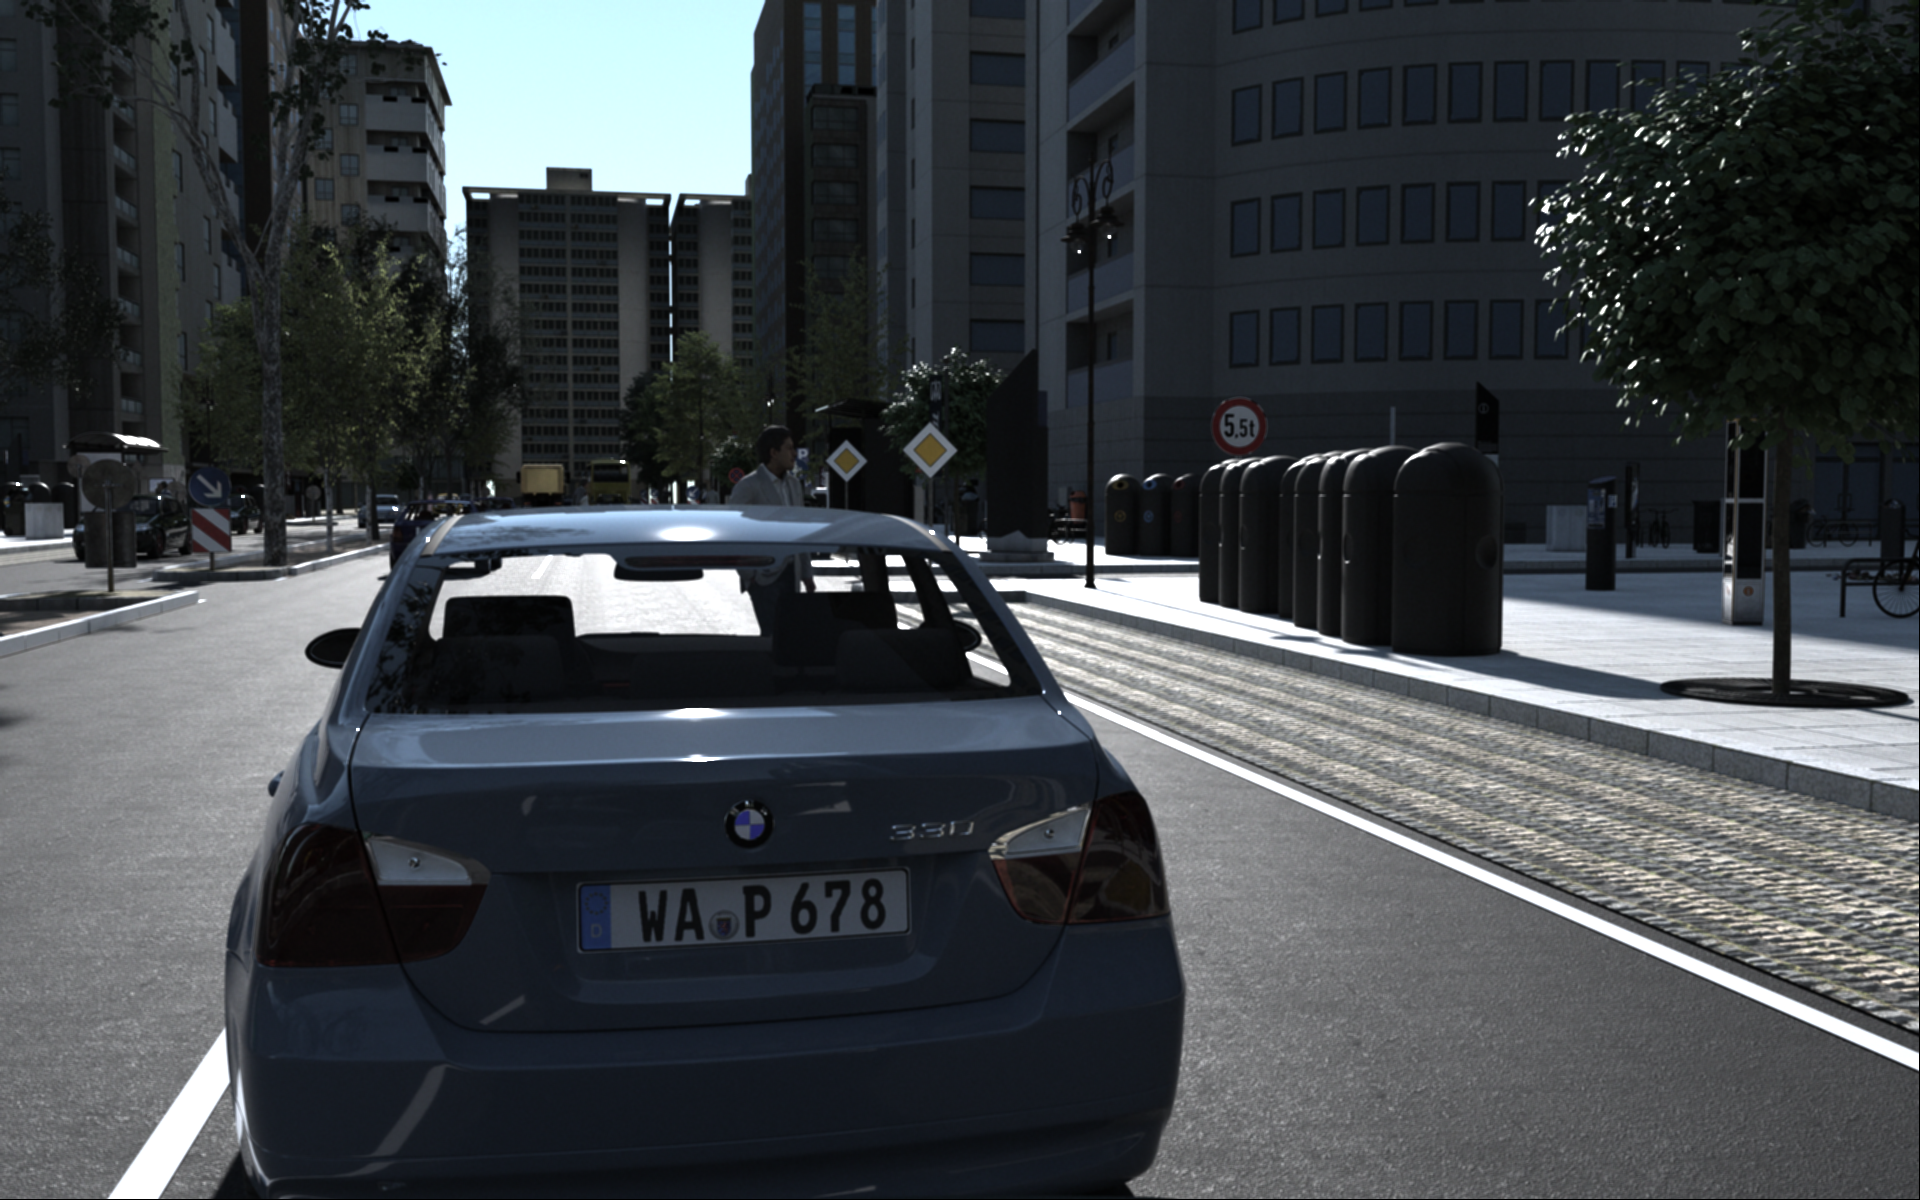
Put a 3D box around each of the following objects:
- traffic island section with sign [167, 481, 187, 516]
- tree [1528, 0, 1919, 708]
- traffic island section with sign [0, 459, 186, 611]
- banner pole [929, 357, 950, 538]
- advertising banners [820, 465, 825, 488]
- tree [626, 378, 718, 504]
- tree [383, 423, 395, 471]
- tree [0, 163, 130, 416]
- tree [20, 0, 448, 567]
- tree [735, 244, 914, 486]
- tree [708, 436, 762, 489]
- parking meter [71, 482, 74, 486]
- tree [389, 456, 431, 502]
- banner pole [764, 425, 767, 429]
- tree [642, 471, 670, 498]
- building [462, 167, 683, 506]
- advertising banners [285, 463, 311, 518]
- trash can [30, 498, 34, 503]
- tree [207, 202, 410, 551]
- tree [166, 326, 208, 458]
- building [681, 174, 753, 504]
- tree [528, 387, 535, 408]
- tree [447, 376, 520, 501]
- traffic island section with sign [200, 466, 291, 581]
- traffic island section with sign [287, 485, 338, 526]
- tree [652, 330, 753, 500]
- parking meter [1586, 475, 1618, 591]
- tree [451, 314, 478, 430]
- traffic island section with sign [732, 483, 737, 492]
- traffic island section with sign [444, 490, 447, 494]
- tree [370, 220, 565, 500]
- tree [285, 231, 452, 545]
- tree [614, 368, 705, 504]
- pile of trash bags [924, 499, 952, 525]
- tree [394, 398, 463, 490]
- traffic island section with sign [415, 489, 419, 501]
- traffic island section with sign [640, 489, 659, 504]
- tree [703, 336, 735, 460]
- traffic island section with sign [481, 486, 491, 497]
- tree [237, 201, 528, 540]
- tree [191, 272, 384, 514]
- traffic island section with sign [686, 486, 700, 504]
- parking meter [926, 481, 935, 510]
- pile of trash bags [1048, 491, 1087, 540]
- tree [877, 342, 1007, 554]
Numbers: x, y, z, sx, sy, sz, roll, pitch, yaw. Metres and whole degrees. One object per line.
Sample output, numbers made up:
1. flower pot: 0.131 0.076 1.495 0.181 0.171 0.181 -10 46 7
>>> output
1. traffic island section with sign: -23.805 -2.680 52.449 1.989 1.847 2.006 -1 4 -12
2. tree: 5.342 -1.667 10.971 4.285 4.588 4.351 0 3 0
3. traffic island section with sign: -11.013 -0.853 22.089 2.006 1.907 1.989 -1 4 -12
4. banner pole: -0.364 -2.561 31.894 0.401 3.779 0.863 -2 4 -31
5. advertising banners: -8.693 -6.431 101.329 2.074 3.025 0.090 1 4 14
6. tree: -24.903 -13.730 150.236 9.928 11.665 9.643 0 3 0
7. tree: -40.399 -11.808 111.192 7.486 12.596 7.792 0 3 0
8. tree: -25.890 -6.797 45.548 8.767 10.594 7.601 0 4 -5
9. tree: -14.715 -10.728 33.753 12.611 20.169 13.585 0 3 0
10. tree: -3.529 -6.214 51.953 4.737 8.622 4.395 0 3 0
11. tree: -11.175 -6.422 88.714 4.285 4.588 4.351 0 3 0
12. parking meter: -40.481 -4.500 79.293 0.399 1.863 0.255 3 4 37
13. tree: -45.743 -9.784 143.684 4.285 4.588 4.351 0 3 0
14. banner pole: -7.049 -4.446 62.704 0.401 3.779 0.863 0 4 -3
15. tree: -31.826 -12.126 181.967 4.285 4.588 4.351 0 3 0
16. building: -46.903 -31.617 208.823 23.993 40.220 32.217 -1 4 -12
17. advertising banners: -36.245 -6.036 94.879 2.074 3.025 0.090 2 4 28
18. trash can: -33.075 -3.023 61.083 0.748 1.137 0.748 0 3 0
19. tree: -15.676 -5.507 42.855 4.737 8.622 4.395 0 3 0
20. tree: -31.579 -7.561 73.978 4.737 8.622 4.395 0 3 0
21. building: -23.325 -31.890 213.289 23.993 40.220 32.217 -1 4 -12
22. tree: -20.745 -7.966 67.120 8.767 10.594 7.601 -1 4 -12
23. tree: -25.301 -8.472 91.344 4.737 8.622 4.395 0 3 0
24. traffic island section with sign: -12.550 -1.297 29.335 2.006 1.907 1.989 -1 4 -12
25. traffic island section with sign: -29.442 -4.296 78.861 1.989 1.847 2.006 -1 4 -12
26. tree: -17.838 -12.358 120.188 7.486 12.596 7.792 0 3 0
27. parking meter: 8.562 -0.899 23.114 0.372 1.533 0.369 0 3 0
28. tree: -19.144 -6.636 61.315 4.360 8.622 3.978 0 3 0
29. traffic island section with sign: -7.204 -2.896 55.969 1.989 1.847 2.006 -1 4 -12
30. traffic island section with sign: -45.542 -8.912 154.346 1.989 1.847 2.006 -1 4 -12
31. tree: -22.782 -10.044 77.049 12.009 13.543 11.850 0 3 0
32. tree: -16.484 -5.828 48.102 4.360 8.622 3.978 0 3 0
33. tree: -30.021 -16.305 173.241 9.857 13.997 8.962 0 3 0
34. pile of trash bags: -0.647 -3.937 74.115 3.447 1.369 1.912 2 4 24
35. tree: -52.312 -14.996 170.939 9.928 11.665 9.643 0 3 0
36. traffic island section with sign: -39.922 -7.300 127.981 1.989 1.847 2.006 -1 4 -12
37. traffic island section with sign: -23.306 -7.511 131.433 1.989 1.847 2.006 -1 4 -12
38. tree: -9.427 -7.873 79.083 4.737 8.622 4.395 0 3 0
39. traffic island section with sign: -28.244 -5.791 102.823 2.006 1.907 1.989 -1 4 -12
40. tree: -18.235 -7.156 53.875 8.767 10.594 7.601 -1 4 -12
41. tree: -35.149 -10.389 87.987 7.486 12.596 7.792 0 3 0
42. traffic island section with sign: -12.828 -4.508 82.334 1.989 1.847 2.006 -1 4 -12
43. parking meter: -1.306 -4.331 76.529 0.399 1.863 0.255 0 4 7
44. pile of trash bags: 2.942 -2.454 49.881 1.912 1.369 3.447 -1 4 -16
45. tree: -0.081 -3.295 37.591 4.285 4.588 4.351 0 3 0
